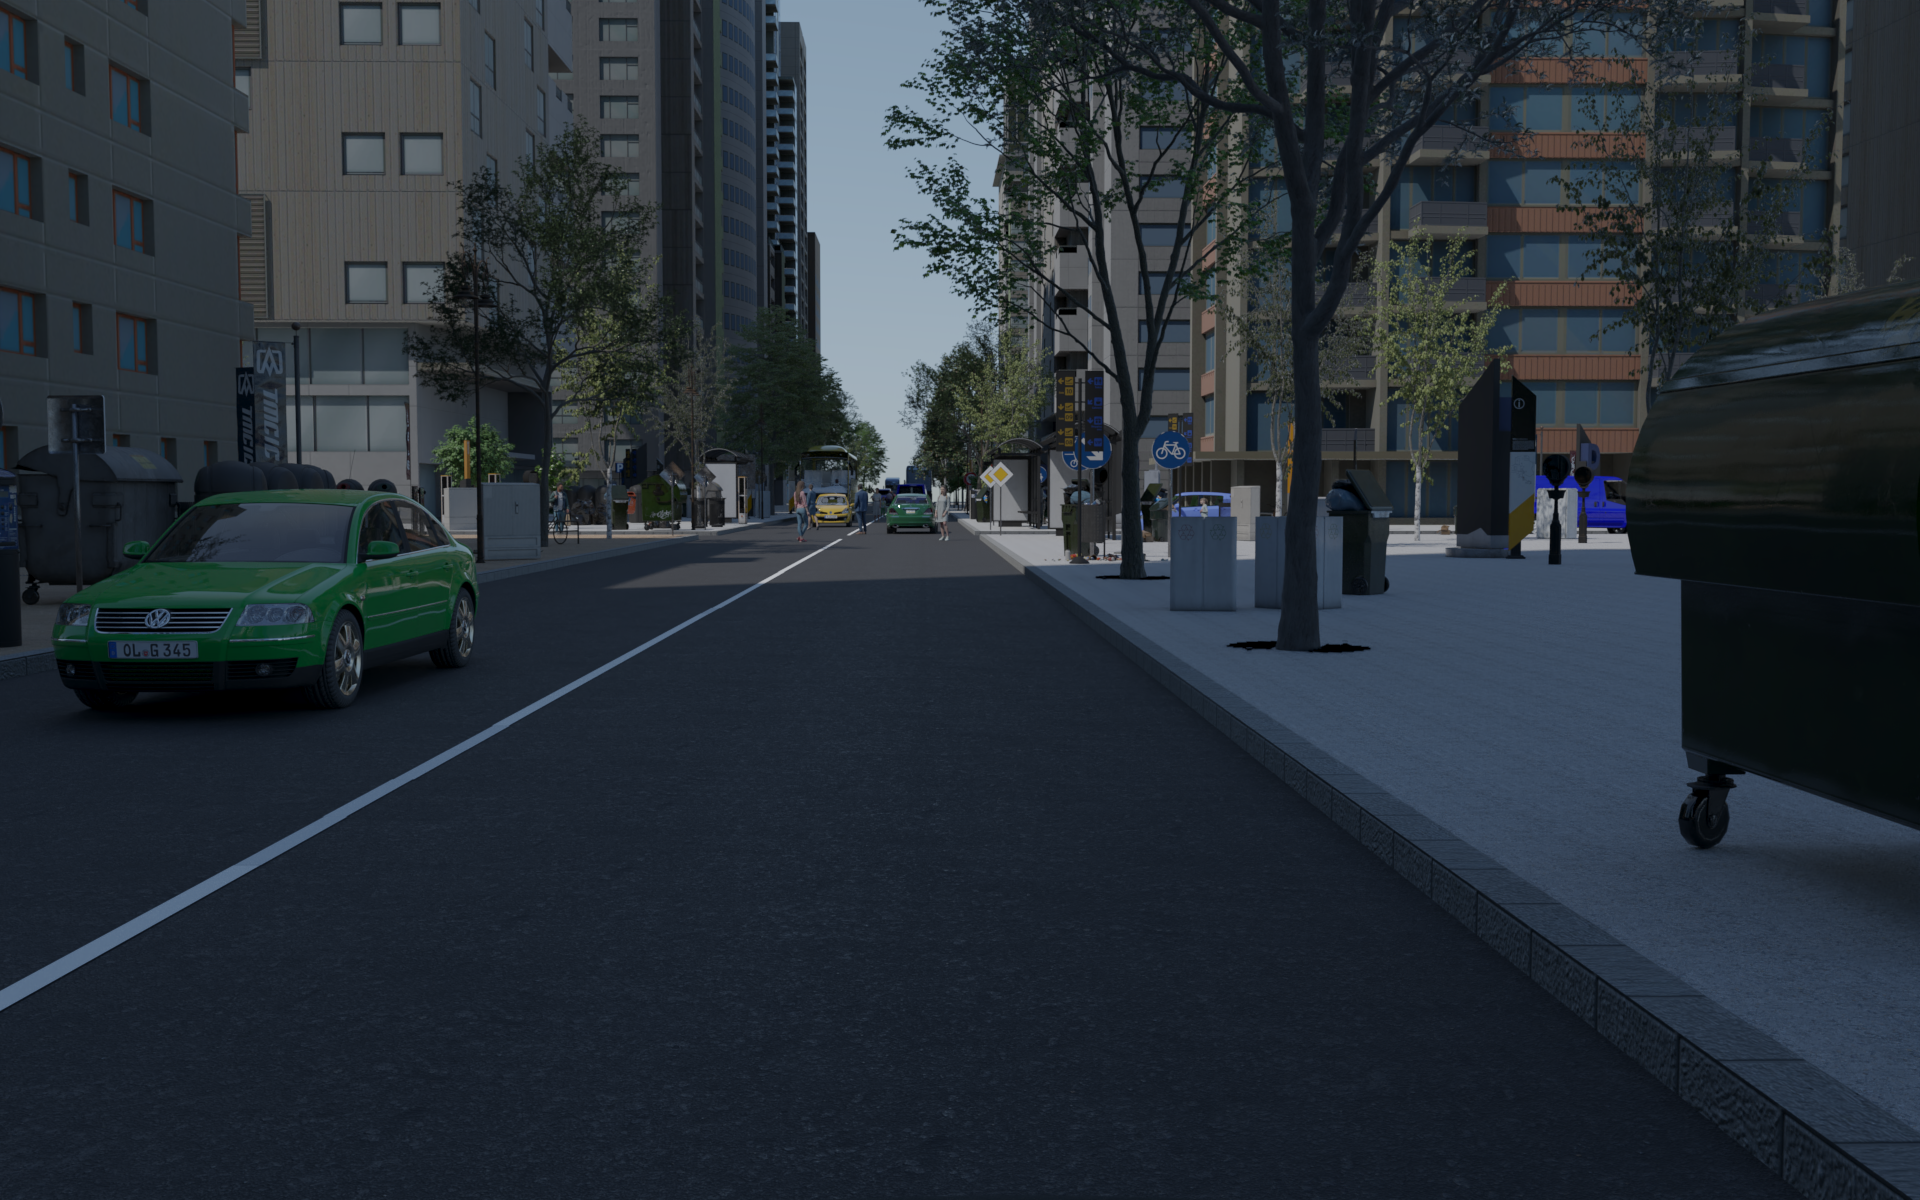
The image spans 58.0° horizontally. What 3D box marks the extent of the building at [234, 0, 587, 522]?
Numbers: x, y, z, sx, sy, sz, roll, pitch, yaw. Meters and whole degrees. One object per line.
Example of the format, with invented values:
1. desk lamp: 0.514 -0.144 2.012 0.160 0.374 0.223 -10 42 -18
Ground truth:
1. building: -34.710 -30.336 85.238 28.713 52.752 27.495 0 4 -1

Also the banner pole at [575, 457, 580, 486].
1. banner pole: -23.420 -7.098 106.065 0.401 3.779 0.863 1 4 10

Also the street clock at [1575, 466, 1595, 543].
1. street clock: 16.253 -2.482 45.147 0.471 2.002 0.358 2 4 35

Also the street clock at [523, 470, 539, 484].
1. street clock: -13.144 -2.967 53.087 0.358 2.002 0.471 2 4 29

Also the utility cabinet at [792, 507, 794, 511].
1. utility cabinet: -12.131 -7.350 128.858 0.318 1.500 1.173 1 4 23

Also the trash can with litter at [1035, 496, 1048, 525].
1. trash can with litter: 3.307 -3.757 72.821 0.624 1.170 1.055 1 4 19

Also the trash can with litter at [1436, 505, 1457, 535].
1. trash can with litter: 15.534 -2.628 54.349 1.055 1.170 0.624 0 4 7

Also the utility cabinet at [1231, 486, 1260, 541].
1. utility cabinet: 7.817 -2.378 47.554 0.318 1.500 1.173 -1 4 -18

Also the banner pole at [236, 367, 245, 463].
1. banner pole: -12.213 -2.447 30.024 0.863 3.779 0.401 1 4 22

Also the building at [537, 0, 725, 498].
1. building: -24.486 -26.808 121.897 14.154 41.232 14.086 0 4 -1

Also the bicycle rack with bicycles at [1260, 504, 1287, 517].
1. bicycle rack with bicycles: 11.884 -2.971 61.963 2.852 0.926 2.925 0 4 -4

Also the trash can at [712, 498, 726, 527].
1. trash can: -9.413 -3.392 67.108 0.748 1.137 0.748 0 3 0

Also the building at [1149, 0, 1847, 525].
1. building: 23.707 -26.000 79.717 28.867 44.769 22.147 0 4 -1

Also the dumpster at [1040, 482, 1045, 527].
1. dumpster: 2.725 -3.871 69.044 1.264 1.857 1.865 0 4 -1

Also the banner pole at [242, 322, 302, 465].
1. banner pole: -9.821 -2.147 25.125 0.863 3.779 0.401 -3 5 -41

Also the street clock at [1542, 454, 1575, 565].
1. street clock: 10.836 -1.646 31.487 0.471 2.002 0.358 2 4 33

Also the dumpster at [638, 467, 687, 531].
1. dumpster: -10.524 -3.595 61.265 1.502 2.255 1.985 0 4 -1

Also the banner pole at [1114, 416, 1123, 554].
1. banner pole: 3.522 -2.870 36.943 0.401 3.779 0.863 0 4 -4

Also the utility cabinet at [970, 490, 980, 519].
1. utility cabinet: 0.895 -4.879 88.453 0.318 1.500 1.173 -2 4 -28

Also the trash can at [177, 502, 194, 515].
1. trash can: -14.254 -1.263 32.299 0.748 1.137 0.748 0 3 0

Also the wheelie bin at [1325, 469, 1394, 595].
1. wheelie bin: 5.091 -0.875 22.212 0.693 1.594 0.980 3 5 40

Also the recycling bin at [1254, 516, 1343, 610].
1. recycling bin: 3.810 -0.425 19.496 0.722 1.027 0.722 -3 5 -39

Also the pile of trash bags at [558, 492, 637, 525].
1. pile of trash bags: -15.022 -3.809 72.036 3.447 1.369 1.912 -3 5 -40

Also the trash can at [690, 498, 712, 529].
1. trash can: -9.662 -3.216 64.227 0.748 1.137 0.748 0 3 0

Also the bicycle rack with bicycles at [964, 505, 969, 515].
1. bicycle rack with bicycles: 1.718 -5.727 107.025 2.925 0.926 2.852 0 4 -4

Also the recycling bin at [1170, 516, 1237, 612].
1. recycling bin: 2.713 -0.410 19.266 0.722 1.027 0.722 1 4 9

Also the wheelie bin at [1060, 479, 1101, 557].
1. wheelie bin: 2.469 -1.692 35.567 0.693 1.594 0.980 -2 4 -26

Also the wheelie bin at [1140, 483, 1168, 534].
1. wheelie bin: 5.603 -2.560 49.766 0.693 1.594 0.980 -2 4 -29

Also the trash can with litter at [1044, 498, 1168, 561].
1. trash can with litter: 2.880 -1.365 33.376 2.233 1.210 1.678 2 4 25

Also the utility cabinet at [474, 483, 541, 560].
1. utility cabinet: -8.755 -1.527 33.641 1.173 1.500 0.318 -3 5 -40

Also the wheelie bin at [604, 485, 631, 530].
1. wheelie bin: -12.287 -3.305 61.948 0.980 1.594 0.693 -2 4 -35

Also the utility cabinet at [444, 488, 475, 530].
1. utility cabinet: -17.463 -3.173 60.563 0.318 1.500 1.173 3 4 37

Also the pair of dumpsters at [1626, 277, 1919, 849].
1. pair of dumpsters: 3.271 -0.106 4.221 1.574 2.255 4.437 0 4 -1

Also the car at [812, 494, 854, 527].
1. car: -5.622 -4.039 76.267 2.015 1.641 3.980 0 4 -2

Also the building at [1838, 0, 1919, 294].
1. building: 59.828 -30.177 82.626 27.495 52.752 28.713 0 4 -1

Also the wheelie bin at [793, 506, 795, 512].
1. wheelie bin: -11.857 -7.275 126.857 0.980 1.594 0.693 -1 4 -12

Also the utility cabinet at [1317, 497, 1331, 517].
1. utility cabinet: 22.705 -5.974 108.839 1.020 1.237 0.306 0 4 5

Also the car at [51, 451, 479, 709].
1. car: -4.971 -0.255 12.961 1.959 1.807 4.718 0 4 0

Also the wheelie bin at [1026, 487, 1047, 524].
1. wheelie bin: 3.227 -4.046 74.065 0.980 1.594 0.693 0 4 -7

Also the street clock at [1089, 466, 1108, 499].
1. street clock: 3.597 -2.473 45.006 0.471 2.002 0.358 -1 4 -12

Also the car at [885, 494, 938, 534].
1. car: -1.743 -3.196 64.045 2.131 1.459 4.920 0 4 0

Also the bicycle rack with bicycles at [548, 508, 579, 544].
1. bicycle rack with bicycles: -11.048 -1.859 43.777 2.852 0.926 2.925 1 4 14

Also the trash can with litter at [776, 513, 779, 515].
1. trash can with litter: -11.801 -5.894 107.423 1.678 1.210 2.233 -1 4 -10

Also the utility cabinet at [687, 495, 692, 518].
1. utility cabinet: -14.091 -4.981 92.607 1.020 1.237 0.306 -1 4 -18

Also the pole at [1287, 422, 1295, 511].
1. pole: 9.200 -3.317 48.069 0.158 3.312 0.155 0 3 0

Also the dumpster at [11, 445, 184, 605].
1. dumpster: -10.264 -0.912 20.674 1.264 1.857 1.865 0 4 -1

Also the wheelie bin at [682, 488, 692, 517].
1. wheelie bin: -14.928 -5.341 95.240 0.980 1.594 0.693 2 4 27

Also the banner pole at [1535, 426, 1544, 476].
1. banner pole: 21.171 -4.514 63.817 0.863 3.779 0.401 3 4 36

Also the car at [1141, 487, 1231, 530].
1. car: 7.672 -2.993 58.530 3.694 1.707 1.945 0 4 -2

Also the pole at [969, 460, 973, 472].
1. pole: 0.669 -6.685 103.143 0.158 3.312 0.155 0 3 0

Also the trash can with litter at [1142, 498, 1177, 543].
1. trash can with litter: 5.211 -2.124 46.116 1.055 1.170 0.624 -3 4 -37

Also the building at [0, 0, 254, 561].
1. building: -31.365 -11.178 27.804 28.899 21.520 27.650 0 4 -1

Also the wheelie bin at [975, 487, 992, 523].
1. wheelie bin: 1.115 -4.276 77.817 0.693 1.594 0.980 -2 4 -25

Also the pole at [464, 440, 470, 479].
1. pole: -18.758 -4.412 65.978 0.158 3.312 0.155 0 3 0

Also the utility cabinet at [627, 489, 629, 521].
1. utility cabinet: -16.149 -4.444 81.338 1.173 1.500 0.318 -1 4 -22

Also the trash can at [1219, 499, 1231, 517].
1. trash can: 15.015 -5.157 95.972 0.748 1.137 0.748 0 3 0

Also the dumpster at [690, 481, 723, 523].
1. dumpster: -10.948 -4.220 74.750 1.264 1.857 1.865 0 4 -1

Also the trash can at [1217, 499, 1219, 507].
1. trash can: 15.516 -5.884 107.850 0.748 1.137 0.748 0 3 0

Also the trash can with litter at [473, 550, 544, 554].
1. trash can with litter: -9.764 -1.627 37.667 1.678 1.210 2.233 2 4 26
